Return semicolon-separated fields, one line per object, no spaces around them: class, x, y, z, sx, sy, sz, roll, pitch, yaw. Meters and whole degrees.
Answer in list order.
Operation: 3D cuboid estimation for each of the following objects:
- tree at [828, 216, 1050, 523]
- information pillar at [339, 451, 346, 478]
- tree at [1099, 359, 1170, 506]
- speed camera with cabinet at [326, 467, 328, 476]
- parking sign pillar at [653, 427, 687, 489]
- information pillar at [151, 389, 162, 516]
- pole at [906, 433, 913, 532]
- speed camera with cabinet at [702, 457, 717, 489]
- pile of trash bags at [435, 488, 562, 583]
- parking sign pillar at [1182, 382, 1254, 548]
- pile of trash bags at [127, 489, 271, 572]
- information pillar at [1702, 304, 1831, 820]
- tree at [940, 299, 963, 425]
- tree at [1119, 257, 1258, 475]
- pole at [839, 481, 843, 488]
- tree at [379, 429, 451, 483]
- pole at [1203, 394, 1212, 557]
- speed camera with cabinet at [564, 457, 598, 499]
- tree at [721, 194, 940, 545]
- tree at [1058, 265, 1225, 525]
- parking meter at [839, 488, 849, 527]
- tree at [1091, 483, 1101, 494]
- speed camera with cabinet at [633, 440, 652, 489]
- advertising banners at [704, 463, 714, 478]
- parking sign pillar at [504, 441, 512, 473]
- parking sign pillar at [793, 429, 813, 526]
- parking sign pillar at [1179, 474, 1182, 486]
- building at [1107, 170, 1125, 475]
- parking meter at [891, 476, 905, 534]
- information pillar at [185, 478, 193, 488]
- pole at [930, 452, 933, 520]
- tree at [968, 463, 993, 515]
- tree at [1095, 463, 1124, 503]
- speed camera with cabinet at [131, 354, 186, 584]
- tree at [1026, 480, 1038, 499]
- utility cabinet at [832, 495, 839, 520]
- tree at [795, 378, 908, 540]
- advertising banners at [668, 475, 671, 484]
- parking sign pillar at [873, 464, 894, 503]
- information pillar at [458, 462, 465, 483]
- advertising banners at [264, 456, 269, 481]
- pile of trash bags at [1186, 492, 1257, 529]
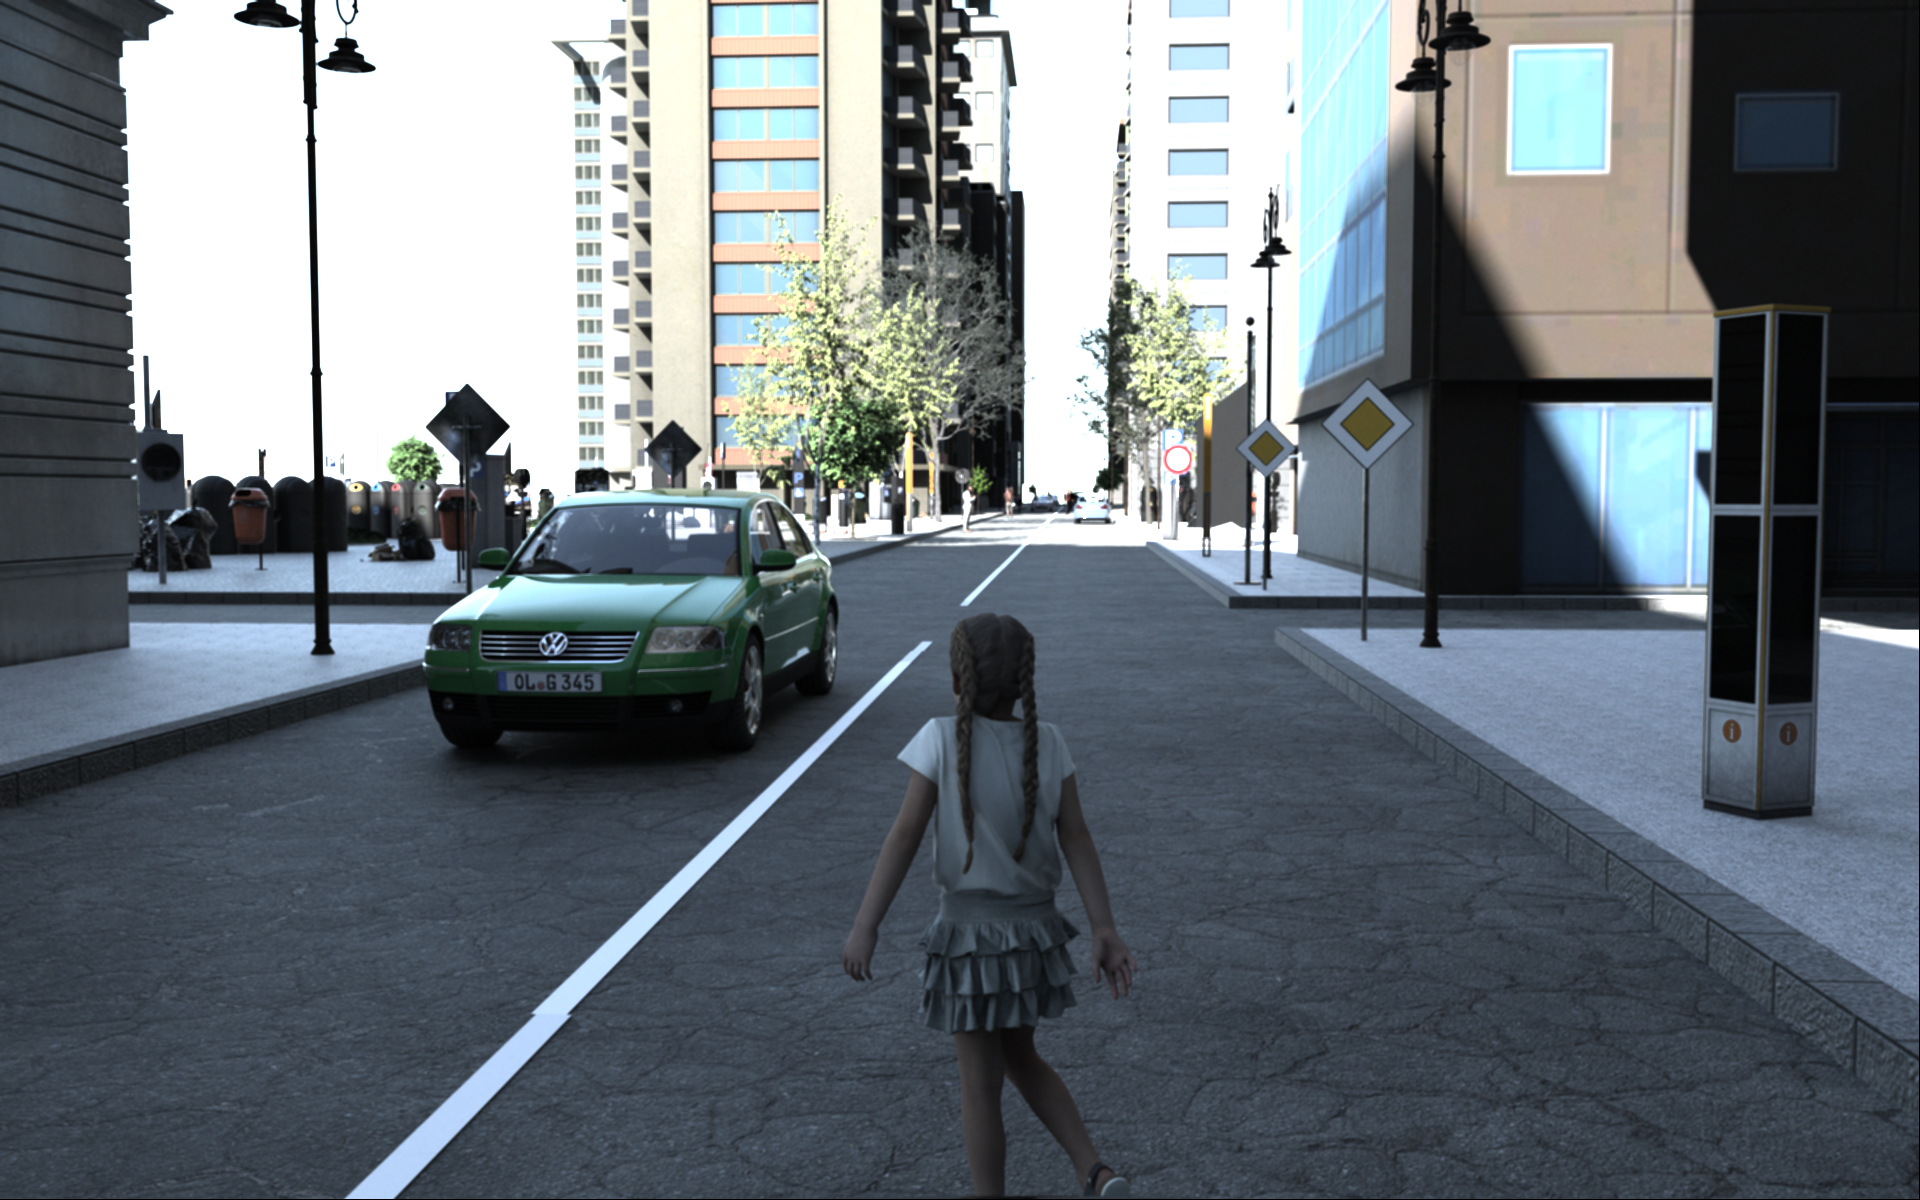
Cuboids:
tree;-1.127;-10.232;77.668;12.009;13.543;11.850;0;3;0
information pillar;-33.461;-6.269;93.861;0.504;3.616;0.183;3;4;36
tree;9.377;-8.608;91.100;4.360;8.622;3.978;0;3;0
speed camera with cabinet;-34.245;-5.954;91.686;2.038;3.252;0.660;1;4;11
parking sign pillar;-11.731;-4.984;69.954;1.447;3.967;1.447;1;4;14
information pillar;-17.773;-2.876;38.378;0.183;3.616;0.504;0;4;-6
pole;-1.697;-3.933;58.143;0.158;3.312;0.155;0;3;0
speed camera with cabinet;-14.031;-6.001;92.446;2.038;3.252;0.660;1;4;11
pile of trash bags;-6.001;-0.979;25.755;3.447;1.369;1.912;-1;4;-17
parking sign pillar;6.391;-3.264;41.842;1.447;3.967;1.447;2;4;31
pile of trash bags;-13.244;-1.201;29.386;3.447;1.369;1.912;1;4;14
information pillar;3.217;-0.149;6.929;0.304;2.012;0.304;-1;4;-21
tree;-2.020;-6.779;61.205;4.737;8.622;4.395;0;3;0
tree;6.753;-6.319;53.685;4.737;8.622;4.395;0;3;0
pole;-4.859;-4.712;70.885;0.158;3.312;0.155;0;3;0
tree;-26.807;-6.187;84.866;4.285;4.588;4.351;0;3;0
pole;5.056;-2.542;35.403;0.158;3.312;0.155;0;3;0
speed camera with cabinet;-20.305;-6.060;93.418;2.038;3.252;0.660;0;4;8
tree;-3.532;-5.691;43.411;4.737;8.622;4.395;0;3;0
tree;7.499;-8.371;71.286;7.601;10.594;8.767;0;4;8
parking meter;-4.517;-3.602;67.309;0.372;1.533;0.369;0;3;0
tree;20.013;-15.853;253.804;1.663;3.219;1.824;0;3;0
speed camera with cabinet;-11.775;-4.225;63.420;0.660;3.252;2.038;-1;4;-21
advertising banners;-14.859;-6.191;97.413;2.074;3.025;0.090;0;4;7
parking sign pillar;-22.981;-6.052;87.414;1.447;3.967;1.447;0;4;1
parking sign pillar;-6.476;-4.967;69.683;1.447;3.967;1.447;0;4;-5
parking sign pillar;12.302;-6.656;97.292;1.447;3.967;1.447;-2;4;-30
building;31.827;-38.005;245.090;21.300;48.544;21.600;0;4;4
parking meter;-1.976;-3.027;55.202;0.399;1.863;0.255;-3;5;-42
information pillar;-36.116;-4.690;81.173;0.304;2.012;0.304;-2;4;-28
pole;-1.389;-5.571;84.932;0.158;3.312;0.155;0;3;0
tree;1.256;-6.887;107.198;1.663;3.219;1.824;0;3;0
tree;15.617;-12.132;182.070;4.285;4.588;4.351;0;3;0
speed camera with cabinet;-11.888;-1.816;24.028;0.660;3.252;2.038;3;5;44
tree;9.970;-14.914;238.441;1.663;3.219;1.824;0;3;0
utility cabinet;-6.052;-4.640;87.025;0.306;1.237;1.020;2;4;28
tree;-3.107;-4.006;49.220;4.285;4.588;4.351;0;3;0
advertising banners;-8.111;-3.126;47.297;0.090;3.025;2.074;-2;4;-24
parking sign pillar;-3.846;-6.027;87.014;1.447;3.967;1.447;3;4;36
information pillar;-28.755;-6.651;100.104;0.504;3.616;0.183;-1;4;-20
advertising banners;-32.490;-5.152;80.421;0.090;3.025;2.074;-3;5;-44
pile of trash bags;9.913;-3.339;64.338;1.912;1.369;3.447;-2;4;-26
